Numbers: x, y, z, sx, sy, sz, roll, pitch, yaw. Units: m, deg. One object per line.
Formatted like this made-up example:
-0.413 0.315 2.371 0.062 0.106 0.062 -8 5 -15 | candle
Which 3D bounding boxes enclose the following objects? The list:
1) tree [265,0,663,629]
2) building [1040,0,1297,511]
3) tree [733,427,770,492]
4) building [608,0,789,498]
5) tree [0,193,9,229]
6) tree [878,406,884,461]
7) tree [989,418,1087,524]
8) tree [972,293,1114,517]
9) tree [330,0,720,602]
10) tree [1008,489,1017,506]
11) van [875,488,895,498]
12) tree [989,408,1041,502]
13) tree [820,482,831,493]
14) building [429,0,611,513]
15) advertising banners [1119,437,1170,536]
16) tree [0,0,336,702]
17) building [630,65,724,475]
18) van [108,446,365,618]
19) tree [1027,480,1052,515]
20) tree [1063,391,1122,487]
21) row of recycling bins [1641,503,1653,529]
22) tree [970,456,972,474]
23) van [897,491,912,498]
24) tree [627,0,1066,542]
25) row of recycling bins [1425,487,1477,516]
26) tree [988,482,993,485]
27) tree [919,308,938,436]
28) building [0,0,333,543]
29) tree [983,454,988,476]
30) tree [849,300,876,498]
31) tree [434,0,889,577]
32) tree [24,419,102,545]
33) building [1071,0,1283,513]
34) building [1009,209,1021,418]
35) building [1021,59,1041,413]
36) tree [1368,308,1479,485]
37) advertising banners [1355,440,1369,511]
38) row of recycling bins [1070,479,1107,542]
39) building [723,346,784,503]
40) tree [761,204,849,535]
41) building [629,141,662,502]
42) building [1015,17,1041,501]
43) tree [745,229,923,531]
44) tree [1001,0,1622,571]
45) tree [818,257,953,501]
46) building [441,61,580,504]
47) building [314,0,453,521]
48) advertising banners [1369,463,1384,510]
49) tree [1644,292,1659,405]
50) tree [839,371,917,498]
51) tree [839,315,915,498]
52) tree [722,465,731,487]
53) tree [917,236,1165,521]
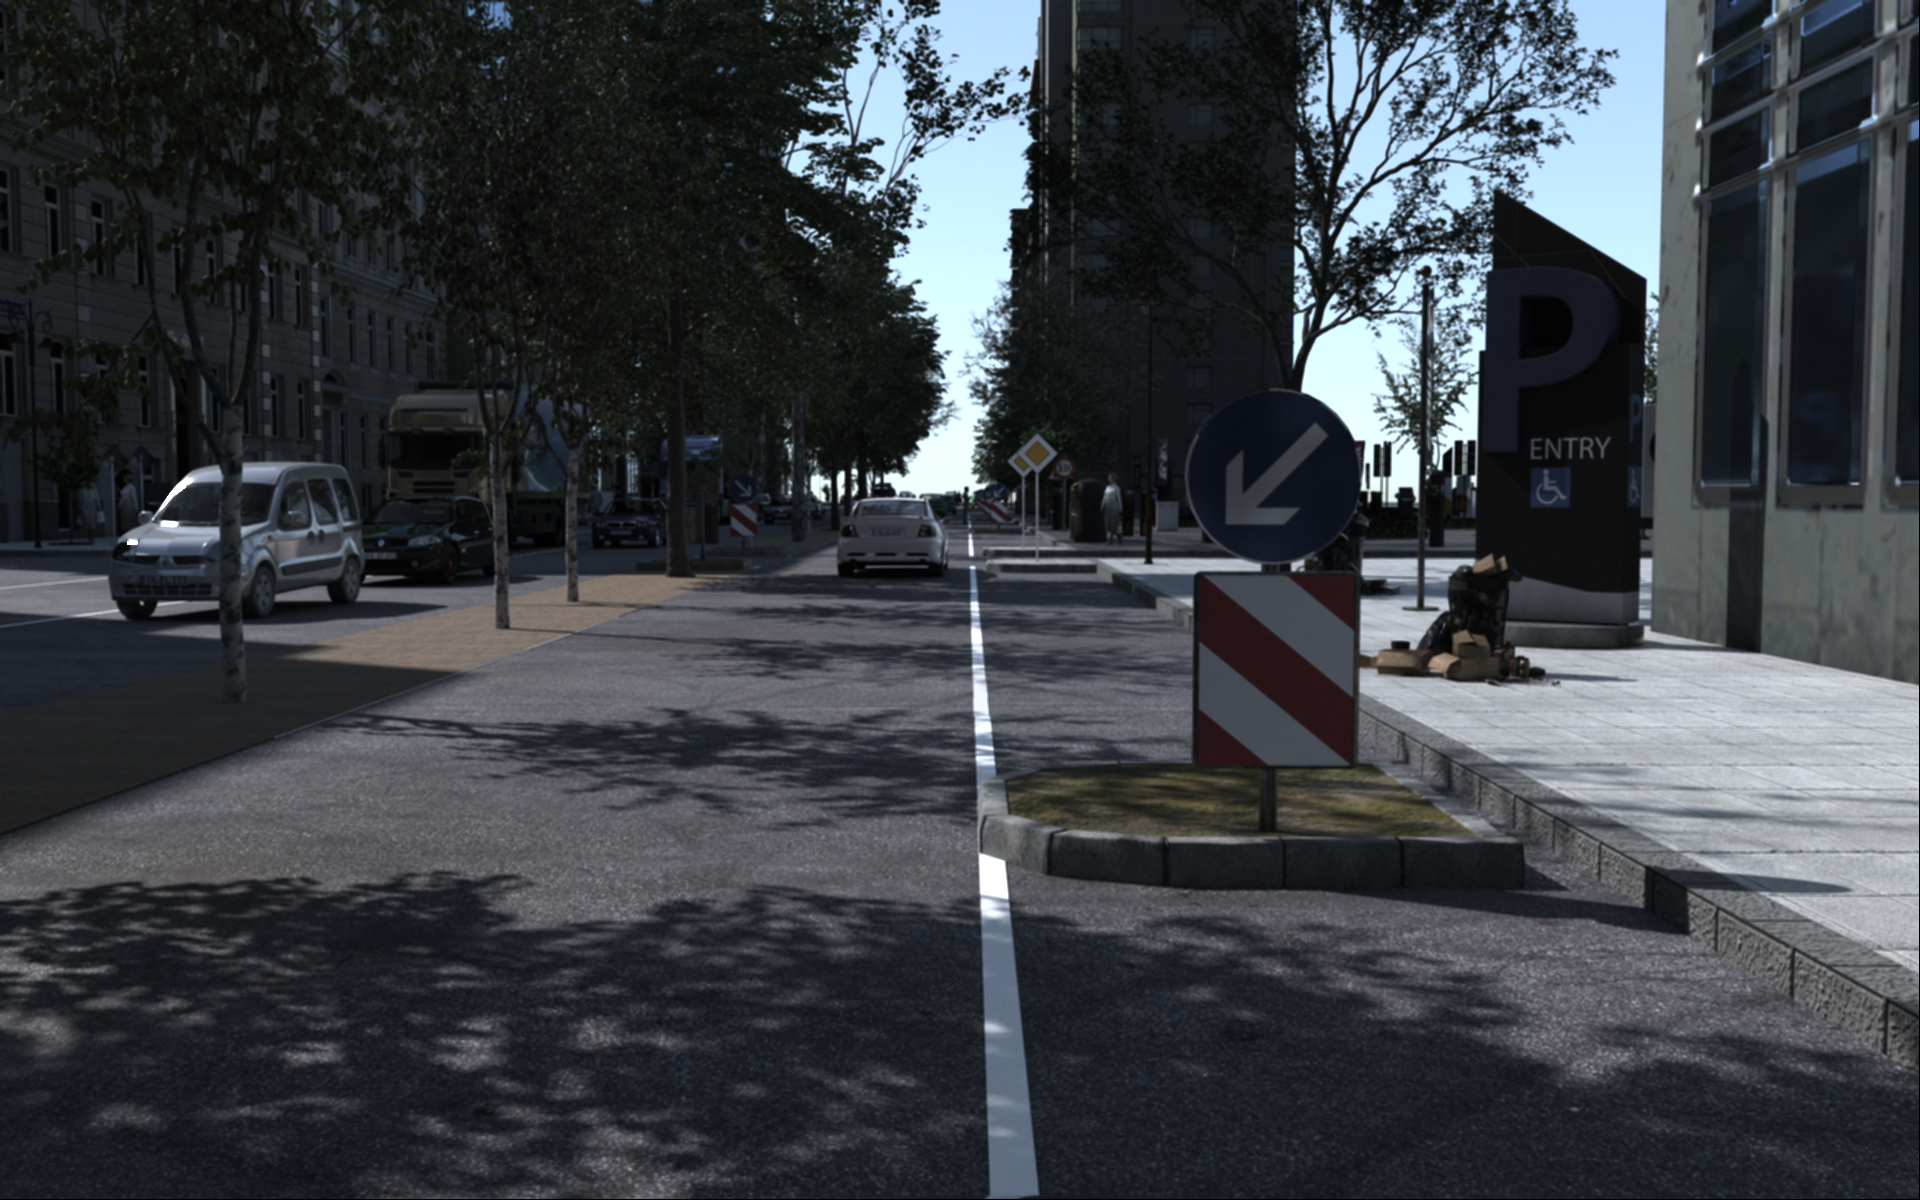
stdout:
-4.836 -3.978 17.854 4.360 8.622 3.978 0 3 0 | tree
17.214 -36.882 145.014 21.231 58.520 28.212 0 4 0 | building
-21.952 -14.301 184.181 4.360 8.622 3.978 0 3 0 | tree
-35.414 -57.113 246.464 22.319 86.520 31.000 0 4 0 | building
-5.305 -5.824 4.339 9.857 13.997 8.962 0 3 0 | tree
-4.838 -8.643 94.129 4.737 8.622 4.395 0 3 0 | tree
3.861 -5.583 75.001 4.285 4.588 4.351 0 3 0 | tree
5.130 -10.892 96.208 7.486 12.596 7.792 0 3 0 | tree
-5.175 -4.287 22.919 4.737 8.622 4.395 0 3 0 | tree
5.273 -11.624 184.651 1.663 3.219 1.824 0 3 0 | tree
-7.373 -9.964 167.295 2.240 2.365 5.245 0 4 2 | van
5.140 -10.828 127.397 4.737 8.622 4.395 0 3 0 | tree
-21.122 -17.118 274.480 1.663 3.219 1.824 0 3 0 | tree
-36.367 -49.970 129.689 22.319 86.520 31.000 0 4 0 | building
5.678 -3.476 53.015 2.074 3.025 0.090 -3 4 -37 | advertising banners
-5.032 -3.612 11.884 4.737 8.622 4.395 0 3 0 | tree
-32.288 -32.263 177.609 14.600 45.320 14.200 0 4 0 | building
-8.810 -0.875 21.313 2.013 2.044 4.112 0 4 2 | van
4.918 -6.941 108.082 1.663 3.219 1.824 0 3 0 | tree
8.877 -9.993 113.753 4.360 8.622 3.978 0 3 0 | tree
26.589 -3.521 64.677 3.534 1.692 1.069 -1 4 -19 | row of recycling bins
5.011 -17.645 206.618 7.486 12.596 7.792 0 3 0 | tree
-7.273 -13.546 228.493 2.013 2.044 4.112 0 4 1 | van
-3.627 -11.752 50.490 12.611 20.169 13.585 0 3 0 | tree
29.109 -5.848 102.730 3.534 1.692 1.069 2 4 33 | row of recycling bins
4.804 -16.118 258.132 1.663 3.219 1.824 0 3 0 | tree
-4.861 -9.526 76.340 7.486 12.596 7.792 0 3 0 | tree
-30.751 -15.808 55.727 12.463 27.353 25.104 0 4 0 | building
4.698 -17.227 232.023 4.737 8.622 4.395 0 3 0 | tree
-5.262 -6.531 59.607 4.737 8.622 4.395 0 3 0 | tree
-4.743 -6.631 28.997 7.486 12.596 7.792 0 3 0 | tree
-22.338 -3.001 43.673 1.663 3.219 1.824 0 3 0 | tree
14.916 -26.942 124.104 14.154 41.232 14.086 0 4 0 | building
18.531 -37.006 259.673 22.147 44.769 28.867 0 4 0 | building
17.969 -31.767 174.014 22.147 44.769 28.867 0 4 0 | building
18.313 -7.185 67.843 4.737 8.622 4.395 0 3 0 | tree
12.595 -3.733 57.220 0.090 3.025 2.074 -2 4 -34 | advertising banners
3.570 -2.482 47.690 1.069 1.692 3.534 0 4 2 | row of recycling bins
-37.533 -22.768 217.290 27.650 21.520 28.899 0 4 0 | building
-5.113 -5.436 41.700 4.737 8.622 4.395 0 3 0 | tree
-41.312 -28.554 158.743 32.217 40.220 23.993 0 4 0 | building
18.914 -55.991 228.116 22.319 86.520 31.000 0 4 0 | building
-4.952 -8.500 67.190 9.928 11.665 9.643 0 3 0 | tree
4.564 -5.507 24.450 8.767 10.594 7.601 1 4 12 | tree
-4.836 -10.854 86.583 9.857 13.997 8.962 0 3 0 | tree
-30.616 -18.569 100.864 12.463 27.353 25.104 0 4 0 | building
-32.323 -17.881 78.260 13.634 28.700 20.117 0 4 0 | building
21.307 -5.822 91.375 2.074 3.025 0.090 0 4 5 | advertising banners
24.671 -6.657 59.197 4.737 8.622 4.395 0 3 0 | tree
-5.146 -10.010 100.529 8.767 10.594 7.601 0 4 0 | tree
-4.995 -12.079 110.325 12.009 13.543 11.850 0 3 0 | tree
-22.404 -10.599 157.003 4.285 4.588 4.351 0 3 0 | tree
4.825 -10.523 82.428 12.009 13.543 11.850 0 3 0 | tree
